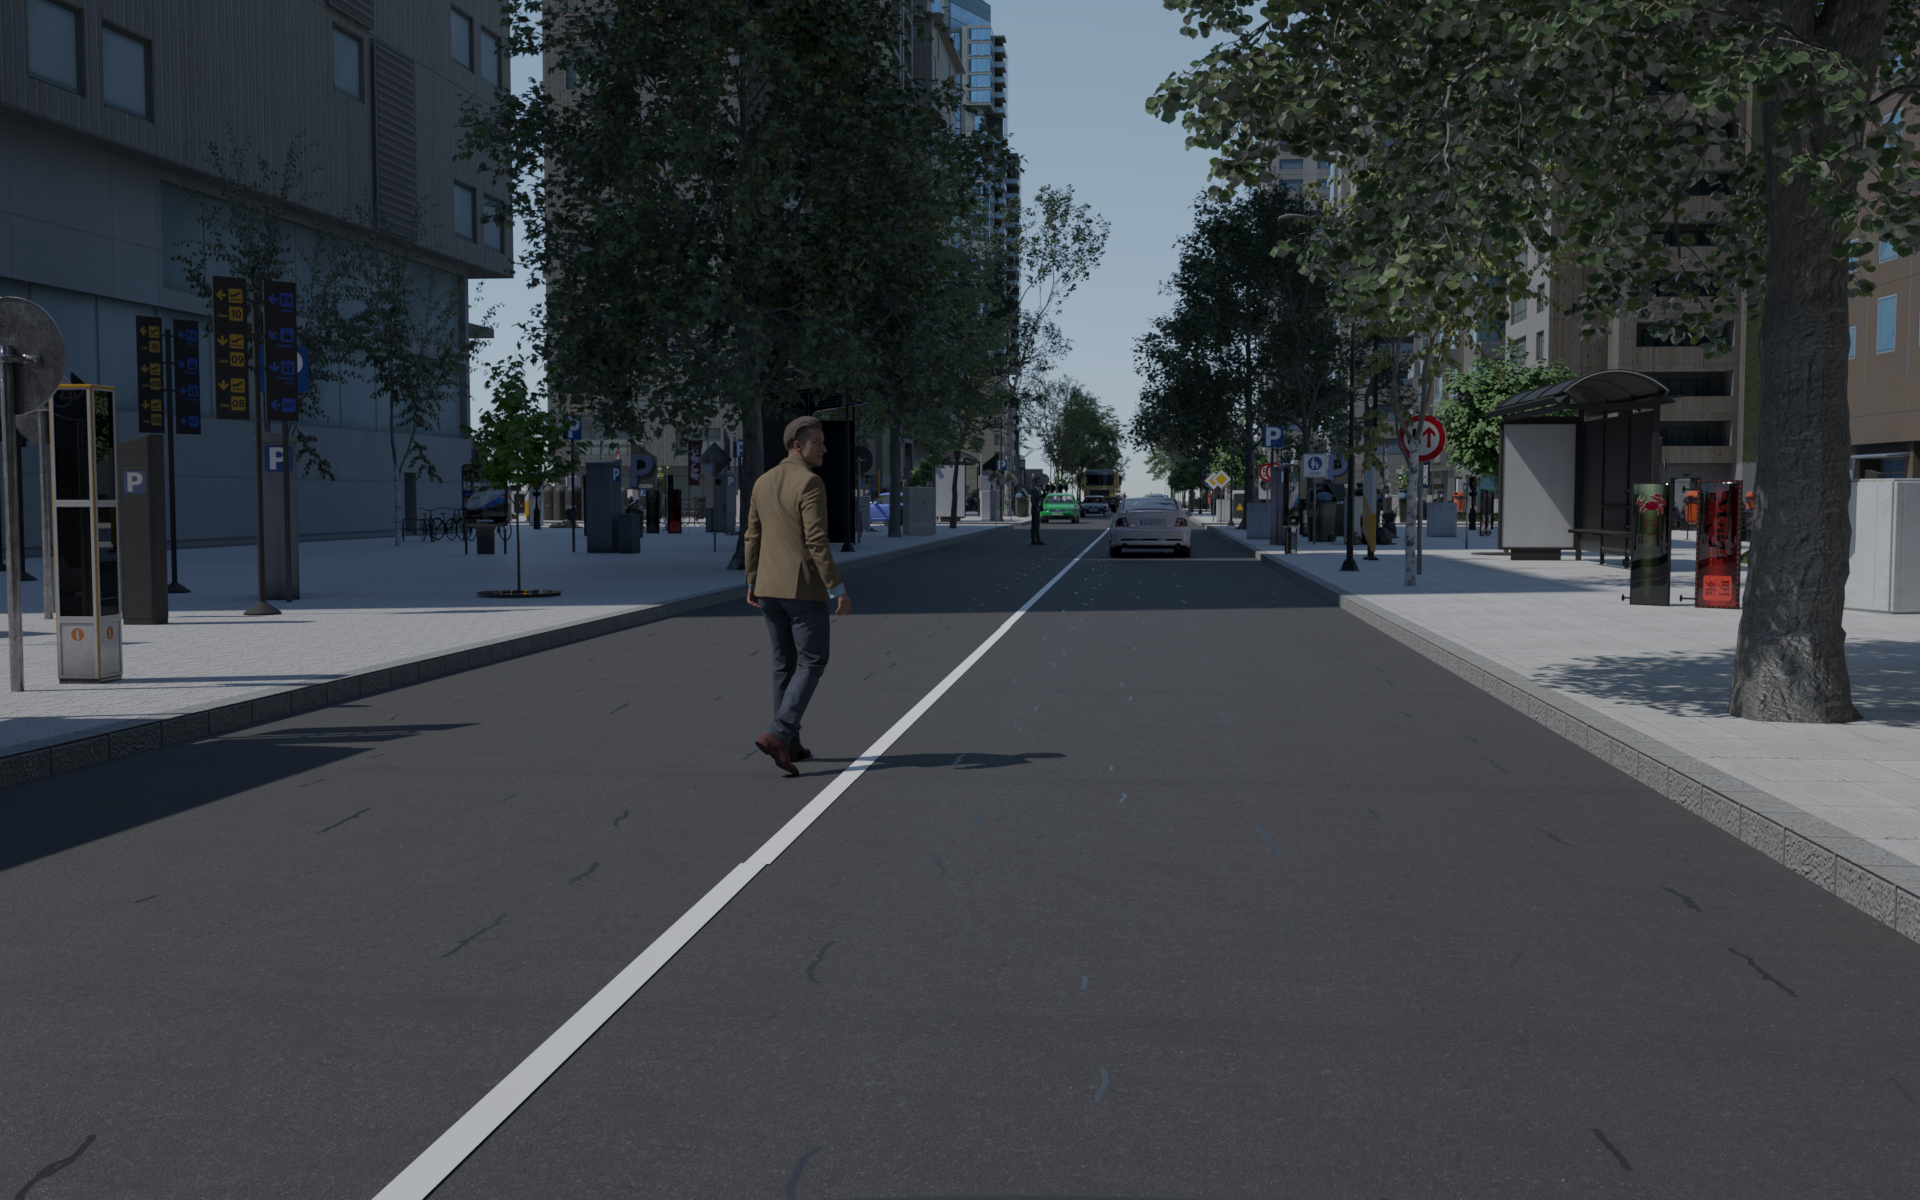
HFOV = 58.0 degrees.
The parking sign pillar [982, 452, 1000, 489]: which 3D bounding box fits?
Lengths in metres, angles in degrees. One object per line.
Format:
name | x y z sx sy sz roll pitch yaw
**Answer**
parking sign pillar | 2.017 -7.572 112.275 1.447 3.967 1.447 2 4 29

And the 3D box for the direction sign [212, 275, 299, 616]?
direction sign | -7.428 -1.611 18.337 0.876 3.537 0.379 -3 5 -45

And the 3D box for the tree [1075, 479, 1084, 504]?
tree | 18.108 -15.835 242.623 4.285 4.588 4.351 0 3 0

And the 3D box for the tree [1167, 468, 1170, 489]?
tree | 18.324 -9.408 137.537 4.285 4.588 4.351 0 3 0

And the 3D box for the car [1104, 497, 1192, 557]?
car | 4.455 -1.745 40.892 2.083 1.381 4.827 0 4 5

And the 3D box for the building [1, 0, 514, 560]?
building | -29.558 -27.953 46.274 27.495 52.752 28.713 0 4 6

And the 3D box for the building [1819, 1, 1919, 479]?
building | 32.411 -24.215 46.034 14.600 45.320 14.200 0 4 6

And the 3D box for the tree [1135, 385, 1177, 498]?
tree | 31.190 -24.318 253.481 12.611 20.169 13.585 0 3 0

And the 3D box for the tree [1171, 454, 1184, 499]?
tree | 26.964 -15.774 208.260 4.360 8.622 3.978 0 3 0

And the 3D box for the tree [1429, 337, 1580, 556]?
tree | 11.499 -3.229 36.510 4.285 4.588 4.351 0 3 0

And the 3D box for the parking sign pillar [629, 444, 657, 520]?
parking sign pillar | -15.648 -5.941 85.614 1.447 3.967 1.447 0 4 3

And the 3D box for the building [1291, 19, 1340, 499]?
building | 50.219 -53.968 195.055 22.319 86.520 31.000 0 4 6

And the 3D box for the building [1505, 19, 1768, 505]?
building | 38.086 -19.696 93.727 14.107 30.474 14.160 0 4 6

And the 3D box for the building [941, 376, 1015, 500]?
building | -6.240 -25.972 269.677 27.650 21.520 28.899 0 4 6

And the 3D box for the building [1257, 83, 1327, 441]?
building | 60.076 -52.569 297.760 20.563 71.187 20.611 0 4 6

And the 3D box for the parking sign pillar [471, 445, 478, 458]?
parking sign pillar | -19.070 -4.808 67.076 1.447 3.967 1.447 2 4 27

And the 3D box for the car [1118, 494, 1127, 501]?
car | 29.069 -18.483 311.228 2.155 1.783 4.494 0 4 5

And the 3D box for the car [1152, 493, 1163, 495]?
car | 22.245 -11.384 195.165 2.155 1.783 4.494 0 4 6

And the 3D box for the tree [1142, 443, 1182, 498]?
tree | 28.908 -19.545 237.695 7.486 12.596 7.792 0 3 0

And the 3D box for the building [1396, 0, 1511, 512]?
building | 46.365 -31.217 129.998 23.786 49.044 30.456 0 4 6

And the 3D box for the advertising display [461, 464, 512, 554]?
advertising display | -10.128 -1.941 36.948 0.974 1.923 0.123 0 4 3

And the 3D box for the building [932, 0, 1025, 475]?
building | 0.436 -60.215 297.179 22.319 86.520 31.000 0 4 6

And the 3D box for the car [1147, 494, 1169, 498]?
car | 12.094 -5.750 106.022 2.014 1.417 4.499 0 4 5

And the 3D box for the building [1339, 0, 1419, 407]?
building | 46.971 -38.169 166.057 21.231 58.520 28.212 0 4 6

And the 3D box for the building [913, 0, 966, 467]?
building | -14.790 -36.834 191.474 28.713 52.752 27.495 0 4 6

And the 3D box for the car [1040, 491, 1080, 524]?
car | 4.923 -4.673 85.198 1.959 1.807 4.718 0 4 7

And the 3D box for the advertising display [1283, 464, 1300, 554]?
advertising display | 7.121 -1.957 37.210 0.123 1.923 0.974 2 4 25

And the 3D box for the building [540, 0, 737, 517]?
building | -15.575 -25.597 102.113 14.154 41.232 14.086 0 4 6

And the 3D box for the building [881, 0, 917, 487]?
building | -13.063 -44.525 166.232 20.563 71.187 20.611 0 4 6

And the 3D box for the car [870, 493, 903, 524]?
car | -3.218 -4.147 77.392 3.694 1.707 1.945 0 4 4

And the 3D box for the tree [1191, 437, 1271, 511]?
tree | 13.776 -6.228 85.540 4.285 4.588 4.351 0 3 0

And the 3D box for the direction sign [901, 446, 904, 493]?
direction sign | -2.718 -5.504 81.981 0.379 3.537 0.876 -1 4 -9

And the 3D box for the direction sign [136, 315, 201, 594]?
direction sign | -10.199 -1.859 22.393 0.379 3.537 0.876 2 4 30

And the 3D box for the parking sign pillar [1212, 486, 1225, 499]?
parking sign pillar | 18.454 -8.190 122.376 1.447 3.967 1.447 1 4 16

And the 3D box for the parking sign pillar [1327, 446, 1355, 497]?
parking sign pillar | 18.703 -5.908 85.062 1.447 3.967 1.447 3 5 41

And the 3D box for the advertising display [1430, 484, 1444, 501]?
advertising display | 30.148 -6.378 109.493 0.974 1.923 0.123 -2 4 -24

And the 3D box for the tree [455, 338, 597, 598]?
tree | -5.521 -1.650 21.587 1.663 3.219 1.824 0 3 0

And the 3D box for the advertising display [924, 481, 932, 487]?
advertising display | -1.499 -4.768 83.166 0.123 1.923 0.974 1 4 23

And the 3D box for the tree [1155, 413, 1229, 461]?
tree | 22.853 -15.872 169.883 12.009 13.543 11.850 0 3 0

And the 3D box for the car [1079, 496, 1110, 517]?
car | 8.455 -5.899 109.031 1.945 1.354 3.894 0 4 6

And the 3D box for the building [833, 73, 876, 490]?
building | -14.017 -28.987 124.050 14.600 45.320 14.200 0 4 6

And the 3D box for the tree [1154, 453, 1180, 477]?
tree | 35.682 -22.165 288.149 9.928 11.665 9.643 0 3 0

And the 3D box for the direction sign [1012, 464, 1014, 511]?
direction sign | 3.983 -8.514 131.201 0.379 3.537 0.876 0 3 0

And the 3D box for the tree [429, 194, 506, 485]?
tree | -13.543 -5.620 42.245 4.360 8.622 3.978 0 3 0

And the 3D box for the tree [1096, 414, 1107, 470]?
tree | 12.736 -15.458 187.155 8.767 10.594 7.601 -1 4 -15

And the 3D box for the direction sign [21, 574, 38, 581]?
direction sign | -13.862 -2.050 25.518 0.876 3.537 0.379 2 4 24

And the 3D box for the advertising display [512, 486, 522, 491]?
advertising display | -31.023 -7.085 121.053 0.974 1.923 0.123 2 4 32

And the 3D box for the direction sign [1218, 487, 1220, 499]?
direction sign | 17.363 -7.589 116.076 0.876 3.537 0.379 -2 4 -28

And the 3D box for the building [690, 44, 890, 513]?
building | -13.790 -28.305 146.378 14.154 41.232 14.086 0 4 6

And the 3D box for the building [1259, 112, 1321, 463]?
building | 57.962 -44.728 273.298 21.231 58.520 28.212 0 4 6

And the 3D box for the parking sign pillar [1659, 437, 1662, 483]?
parking sign pillar | 32.513 -5.707 81.785 1.447 3.967 1.447 -2 4 -29

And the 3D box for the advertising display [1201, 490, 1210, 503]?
advertising display | 20.833 -8.651 146.657 0.974 1.923 0.123 -2 4 -32

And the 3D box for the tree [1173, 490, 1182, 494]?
tree | 30.306 -15.202 243.159 1.663 3.219 1.824 0 3 0

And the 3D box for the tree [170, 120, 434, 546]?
tree | -13.731 -5.181 35.068 4.360 8.622 3.978 0 3 0

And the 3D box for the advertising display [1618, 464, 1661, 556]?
advertising display | 14.157 -1.892 36.140 0.974 1.923 0.123 -1 4 -17

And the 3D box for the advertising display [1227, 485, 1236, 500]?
advertising display | 15.924 -5.912 101.877 0.123 1.923 0.974 -2 4 -26
